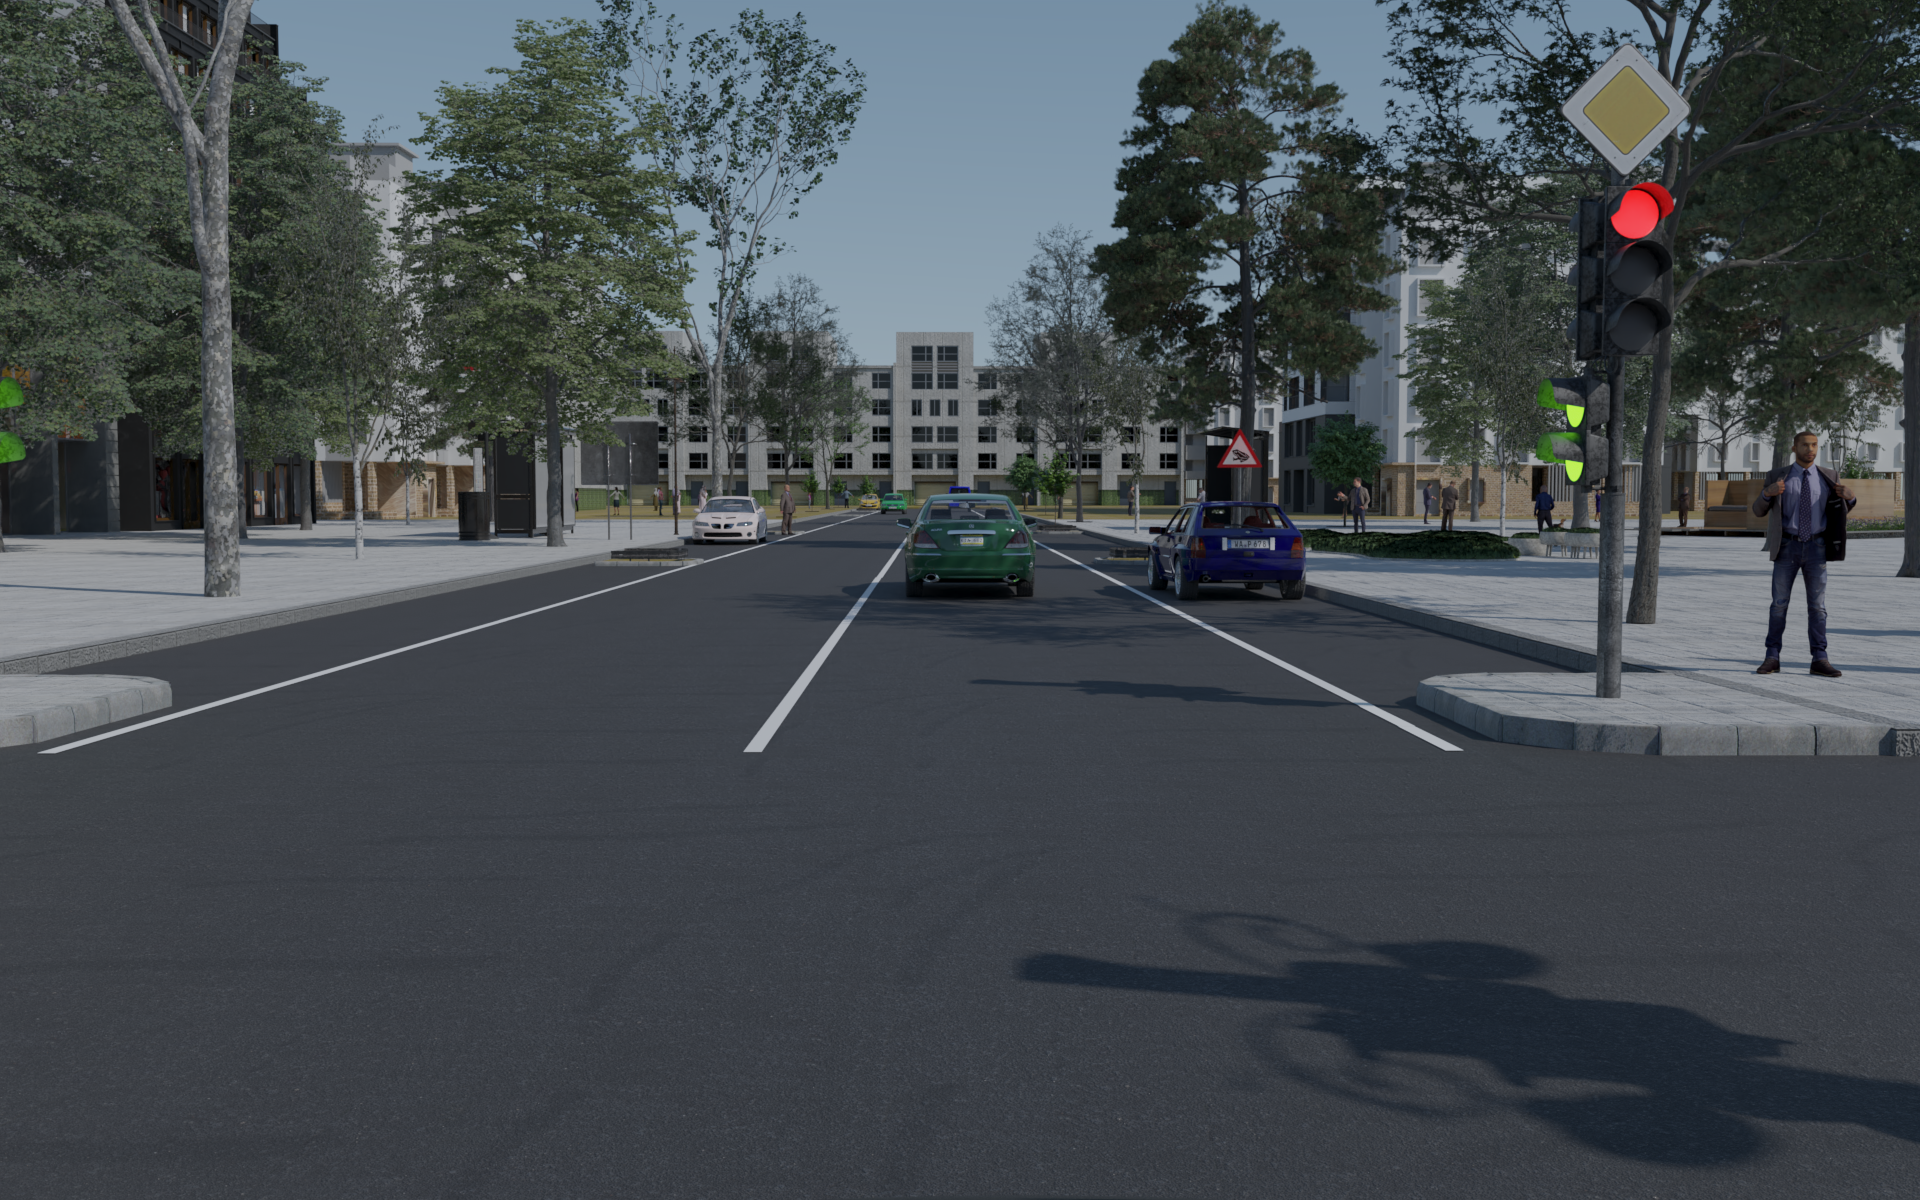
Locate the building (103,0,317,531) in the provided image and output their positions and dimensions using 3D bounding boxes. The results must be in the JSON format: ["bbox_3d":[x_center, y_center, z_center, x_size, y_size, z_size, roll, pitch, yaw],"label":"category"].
[{"bbox_3d":[-34.006,-14.489,66.573,12.332,23.373,15.834,0,4,-1],"label":"building"}]

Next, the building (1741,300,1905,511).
[{"bbox_3d":[71.364,-17.127,136.453,11.380,20.091,16.016,0,4,-1],"label":"building"}]

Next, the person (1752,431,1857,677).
[{"bbox_3d":[5.937,-0.326,12.202,0.655,1.722,0.431,1,4,20],"label":"person"}]

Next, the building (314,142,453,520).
[{"bbox_3d":[-36.674,-14.370,91.371,16.016,20.091,11.380,0,4,-1],"label":"building"}]

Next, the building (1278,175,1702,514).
[{"bbox_3d":[37.188,-17.338,127.446,27.936,21.610,32.646,0,4,-1],"label":"building"}]

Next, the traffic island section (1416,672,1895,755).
[{"bbox_3d":[4.116,0.694,10.939,2.009,0.180,2.903,0,4,-1],"label":"traffic island section"}]

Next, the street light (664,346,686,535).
[{"bbox_3d":[-8.908,-4.979,54.203,0.468,5.910,1.993,0,4,-1],"label":"street light"}]

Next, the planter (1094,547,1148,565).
[{"bbox_3d":[3.807,-0.913,36.063,1.991,0.319,1.994,0,4,-1],"label":"planter"}]

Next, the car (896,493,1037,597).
[{"bbox_3d":[0.114,-0.842,25.566,2.131,1.459,4.920,0,4,-1],"label":"car"}]

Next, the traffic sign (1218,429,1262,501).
[{"bbox_3d":[5.612,-2.128,34.798,0.884,2.594,0.081,0,4,7],"label":"traffic sign"}]

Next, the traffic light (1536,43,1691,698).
[{"bbox_3d":[4.076,-1.320,10.825,0.839,4.213,0.868,0,4,-1],"label":"traffic light"}]

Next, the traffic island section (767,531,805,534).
[{"bbox_3d":[-6.627,-2.419,62.411,1.991,0.108,1.994,0,4,-1],"label":"traffic island section"}]

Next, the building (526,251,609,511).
[{"bbox_3d":[-44.888,-16.365,134.031,31.486,18.905,16.747,0,4,-1],"label":"building"}]

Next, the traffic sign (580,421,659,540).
[{"bbox_3d":[-9.533,-3.339,48.472,2.265,3.308,0.079,1,4,9],"label":"traffic sign"}]

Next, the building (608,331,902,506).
[{"bbox_3d":[-22.787,-20.169,196.222,31.486,18.905,16.747,0,4,-1],"label":"building"}]

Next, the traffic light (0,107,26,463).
[{"bbox_3d":[-6.284,-1.311,10.684,0.839,4.213,0.868,0,4,-1],"label":"traffic light"}]

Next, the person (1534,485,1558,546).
[{"bbox_3d":[14.414,-2.069,42.567,0.574,1.496,0.600,1,4,21],"label":"person"}]

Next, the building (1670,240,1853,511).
[{"bbox_3d":[59.988,-17.105,136.090,11.380,20.091,16.016,0,4,-1],"label":"building"}]

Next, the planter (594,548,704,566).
[{"bbox_3d":[-6.305,-0.876,35.463,1.991,0.319,1.994,0,4,-1],"label":"planter"}]

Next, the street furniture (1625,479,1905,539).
[{"bbox_3d":[26.610,-2.797,52.585,11.010,1.723,9.812,-2,4,-34],"label":"street furniture"}]

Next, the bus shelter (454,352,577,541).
[{"bbox_3d":[-13.283,-4.539,51.848,2.179,5.291,8.768,0,4,-1],"label":"bus shelter"}]

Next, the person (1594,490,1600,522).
[{"bbox_3d":[29.103,-4.295,78.632,0.546,1.535,0.453,1,4,21],"label":"person"}]

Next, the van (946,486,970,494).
[{"bbox_3d":[-0.041,-8.332,140.614,2.240,2.365,5.245,0,4,0],"label":"van"}]

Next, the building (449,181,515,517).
[{"bbox_3d":[-35.999,-15.065,102.739,16.016,20.091,11.380,0,4,-1],"label":"building"}]

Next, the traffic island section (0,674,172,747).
[{"bbox_3d":[-6.324,0.701,10.817,2.009,0.180,2.903,0,4,-1],"label":"traffic island section"}]

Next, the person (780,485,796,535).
[{"bbox_3d":[-6.018,-3.167,60.826,0.434,1.755,0.990,2,4,30],"label":"person"}]

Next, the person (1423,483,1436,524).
[{"bbox_3d":[19.911,-4.096,73.459,0.568,1.767,0.683,0,4,-4],"label":"person"}]

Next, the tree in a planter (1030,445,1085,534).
[{"bbox_3d":[3.480,-4.024,63.023,1.991,3.239,1.994,0,4,-1],"label":"tree in a planter"}]

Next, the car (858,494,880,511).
[{"bbox_3d":[-7.921,-8.677,152.086,2.015,1.641,3.980,0,4,0],"label":"car"}]

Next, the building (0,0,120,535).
[{"bbox_3d":[-33.700,-16.246,43.112,11.434,29.767,29.804,0,4,-1],"label":"building"}]

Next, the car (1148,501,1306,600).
[{"bbox_3d":[3.747,-0.748,24.811,1.945,1.354,3.894,0,4,-2],"label":"car"}]

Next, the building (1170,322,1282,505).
[{"bbox_3d":[30.223,-20.816,196.769,11.380,20.091,16.016,0,4,-1],"label":"building"}]

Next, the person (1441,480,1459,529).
[{"bbox_3d":[16.209,-3.095,57.333,0.565,1.739,0.600,1,4,11],"label":"person"}]

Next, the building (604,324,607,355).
[{"bbox_3d":[-44.369,-20.757,195.788,11.380,20.091,16.016,0,4,-1],"label":"building"}]

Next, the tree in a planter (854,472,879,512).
[{"bbox_3d":[-7.586,-8.773,140.660,1.991,3.239,1.994,0,4,-1],"label":"tree in a planter"}]

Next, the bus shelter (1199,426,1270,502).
[{"bbox_3d":[9.865,-4.380,62.896,1.731,3.624,6.357,0,4,-1],"label":"bus shelter"}]

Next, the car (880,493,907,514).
[{"bbox_3d":[-4.733,-7.046,123.990,1.959,1.807,4.718,0,4,0],"label":"car"}]

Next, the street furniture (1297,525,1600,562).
[{"bbox_3d":[9.915,-1.364,37.921,5.734,0.657,10.072,0,4,-8],"label":"street furniture"}]

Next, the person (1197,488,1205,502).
[{"bbox_3d":[10.102,-3.917,72.295,0.614,1.554,0.590,-2,4,-33],"label":"person"}]

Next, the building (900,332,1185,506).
[{"bbox_3d":[8.685,-20.250,197.541,31.486,18.905,16.747,0,4,-1],"label":"building"}]

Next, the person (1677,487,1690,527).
[{"bbox_3d":[27.983,-3.586,66.942,0.388,1.546,0.482,-1,4,-17],"label":"person"}]

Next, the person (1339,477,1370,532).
[{"bbox_3d":[11.313,-2.641,49.752,0.750,1.759,0.617,-2,4,-27],"label":"person"}]

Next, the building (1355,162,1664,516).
[{"bbox_3d":[32.433,-15.181,104.630,16.016,20.091,11.380,0,4,-1],"label":"building"}]

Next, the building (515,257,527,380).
[{"bbox_3d":[-37.107,-15.759,114.085,16.016,20.091,11.380,0,4,-1],"label":"building"}]

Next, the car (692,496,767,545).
[{"bbox_3d":[-6.689,-2.342,50.650,2.083,1.381,4.827,0,4,-1],"label":"car"}]
